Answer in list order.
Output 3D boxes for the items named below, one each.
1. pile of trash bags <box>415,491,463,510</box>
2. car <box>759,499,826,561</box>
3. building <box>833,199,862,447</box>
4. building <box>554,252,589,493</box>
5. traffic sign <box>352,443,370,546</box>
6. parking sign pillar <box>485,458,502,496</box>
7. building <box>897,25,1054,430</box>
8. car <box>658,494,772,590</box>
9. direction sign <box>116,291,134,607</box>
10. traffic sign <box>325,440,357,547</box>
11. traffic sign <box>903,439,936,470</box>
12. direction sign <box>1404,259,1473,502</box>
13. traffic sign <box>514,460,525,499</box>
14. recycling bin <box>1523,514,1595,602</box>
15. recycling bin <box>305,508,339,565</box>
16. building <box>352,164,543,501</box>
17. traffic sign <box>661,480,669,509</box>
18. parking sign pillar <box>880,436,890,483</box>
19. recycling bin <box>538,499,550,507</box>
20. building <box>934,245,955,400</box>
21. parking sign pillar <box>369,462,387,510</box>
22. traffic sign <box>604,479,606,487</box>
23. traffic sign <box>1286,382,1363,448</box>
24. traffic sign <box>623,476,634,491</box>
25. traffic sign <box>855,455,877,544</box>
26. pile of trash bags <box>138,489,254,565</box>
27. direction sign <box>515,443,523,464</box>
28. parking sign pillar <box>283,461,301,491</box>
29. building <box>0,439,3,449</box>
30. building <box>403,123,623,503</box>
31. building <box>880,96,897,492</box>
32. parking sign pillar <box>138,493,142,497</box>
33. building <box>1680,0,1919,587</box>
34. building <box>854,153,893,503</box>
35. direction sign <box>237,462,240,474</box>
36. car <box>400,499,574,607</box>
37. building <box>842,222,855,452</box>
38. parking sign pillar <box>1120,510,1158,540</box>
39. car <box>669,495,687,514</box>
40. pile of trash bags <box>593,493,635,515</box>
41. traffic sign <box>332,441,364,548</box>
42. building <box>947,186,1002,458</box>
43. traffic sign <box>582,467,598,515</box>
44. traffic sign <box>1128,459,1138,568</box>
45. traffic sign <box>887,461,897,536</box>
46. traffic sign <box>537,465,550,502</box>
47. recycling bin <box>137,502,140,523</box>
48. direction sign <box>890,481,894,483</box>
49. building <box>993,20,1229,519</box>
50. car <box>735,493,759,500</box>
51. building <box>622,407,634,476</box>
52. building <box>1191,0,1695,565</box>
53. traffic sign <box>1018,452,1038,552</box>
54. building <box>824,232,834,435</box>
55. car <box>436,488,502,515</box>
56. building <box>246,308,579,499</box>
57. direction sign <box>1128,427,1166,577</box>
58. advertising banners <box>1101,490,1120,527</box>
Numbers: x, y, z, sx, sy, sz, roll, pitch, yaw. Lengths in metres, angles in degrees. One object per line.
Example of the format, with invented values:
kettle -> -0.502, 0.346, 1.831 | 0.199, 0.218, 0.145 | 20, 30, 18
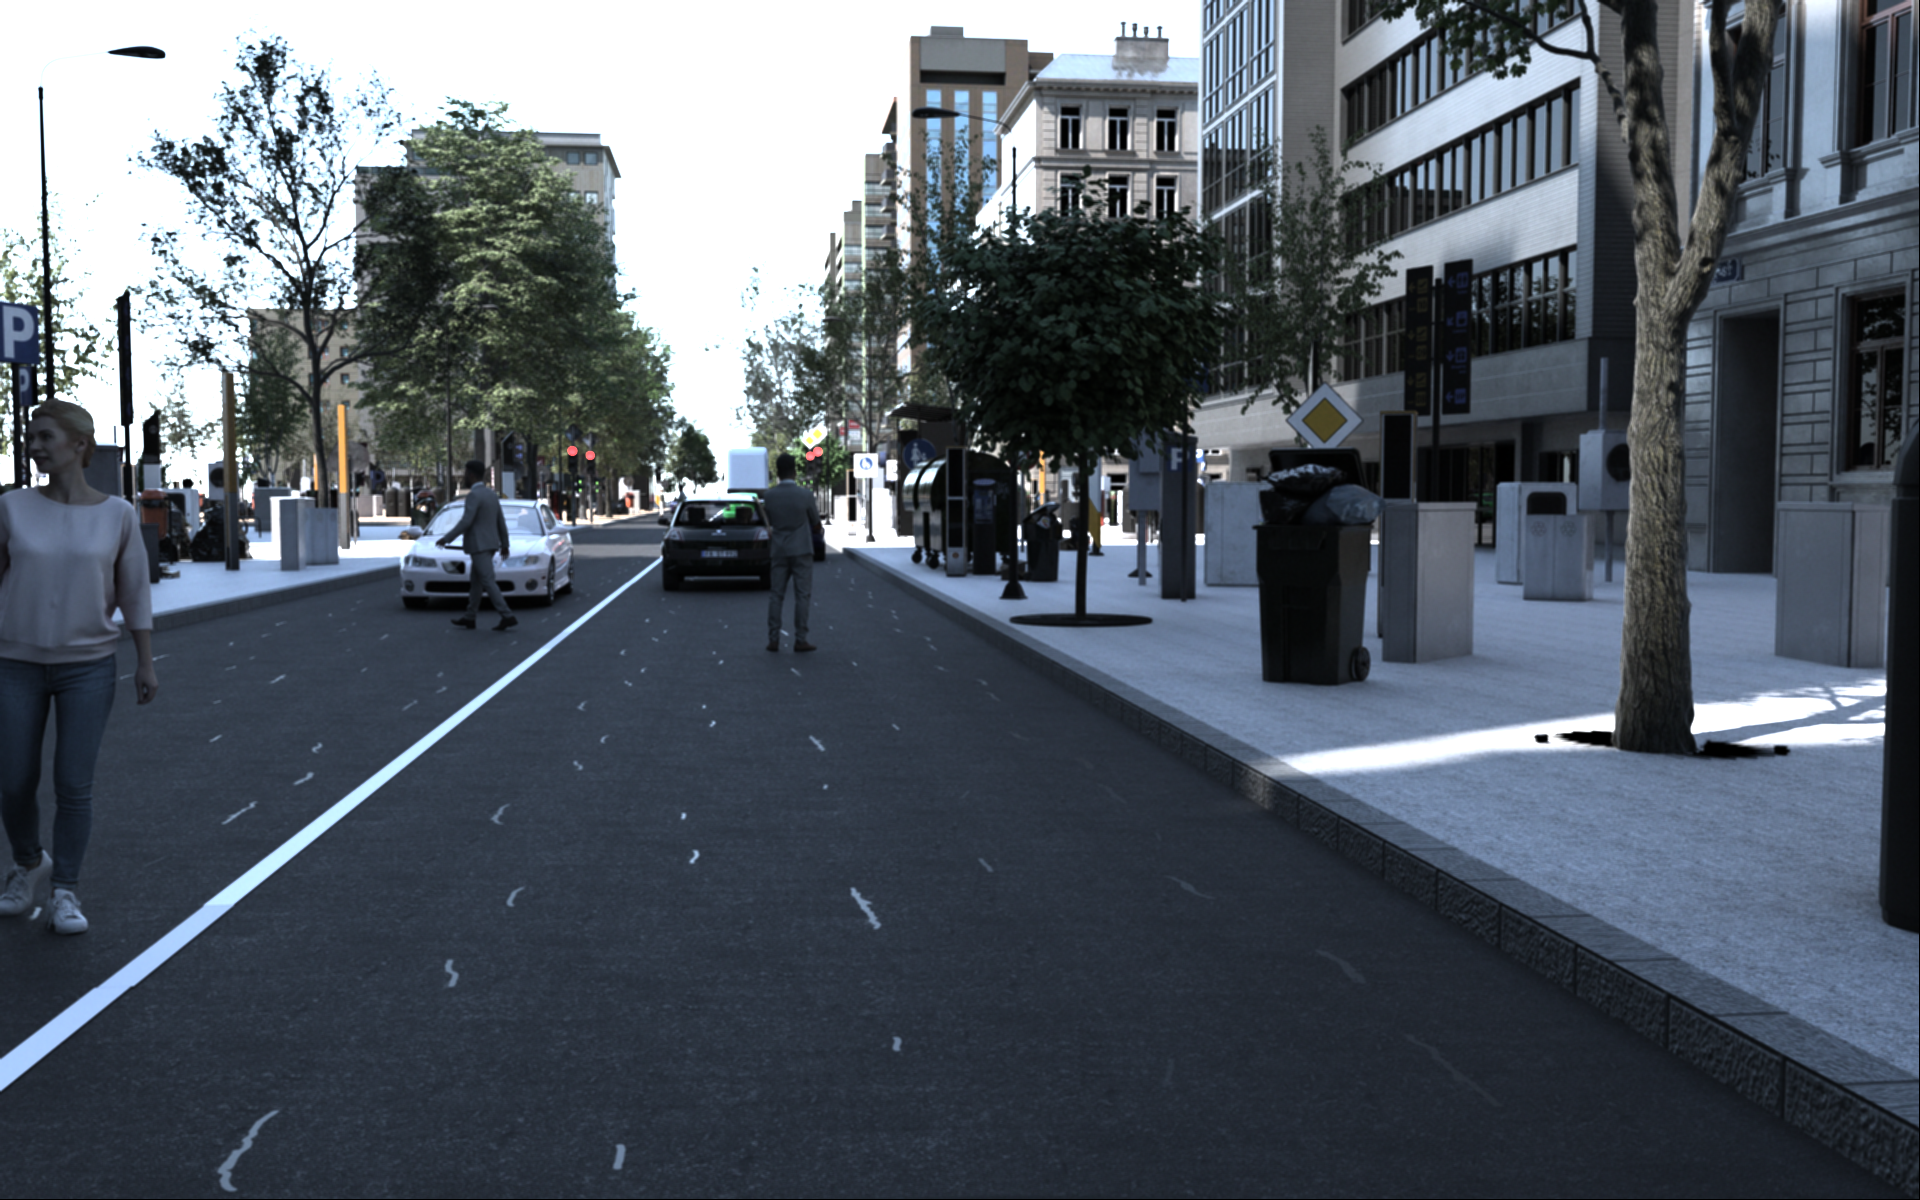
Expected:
pile of trash bags -> -15.409, -2.662, 53.269 | 1.912, 1.369, 3.447 | 2, 4, 25
car -> -3.925, -1.589, 38.565 | 1.945, 1.354, 3.894 | 0, 4, -7
building -> -8.785, -40.177, 280.593 | 21.300, 48.544, 21.600 | 0, 4, -7
building -> -50.217, -26.099, 198.412 | 14.160, 30.474, 14.107 | 0, 4, -7
traffic sign -> -15.021, -2.620, 42.948 | 0.768, 2.556, 0.104 | 0, 4, -5
parking sign pillar -> -35.622, -8.911, 134.161 | 1.447, 3.967, 1.447 | 3, 4, 36
building -> 1.407, -31.670, 167.922 | 14.600, 45.320, 14.200 | 0, 4, -7
car -> -3.771, -1.071, 27.301 | 2.009, 1.686, 4.222 | 0, 4, -7
direction sign -> -9.485, -1.697, 19.738 | 0.379, 3.537, 0.876 | -2, 4, -33
traffic sign -> -15.039, -2.565, 41.935 | 0.884, 2.594, 0.081 | 0, 4, -3
traffic sign -> -0.929, -2.432, 39.869 | 0.768, 2.556, 0.104 | 0, 4, -1
direction sign -> 4.712, -1.538, 17.151 | 0.379, 3.537, 0.876 | -2, 4, -29
traffic sign -> -16.746, -3.981, 65.200 | 0.768, 2.556, 0.104 | 0, 4, 0
recycling bin -> 7.289, -0.521, 21.073 | 0.722, 1.027, 0.722 | 2, 4, 28
recycling bin -> -11.823, -1.159, 31.512 | 0.722, 1.027, 0.722 | 1, 4, 19
building -> -45.607, -23.480, 155.596 | 14.160, 30.474, 14.107 | 0, 4, -7
traffic sign -> -25.770, -9.244, 151.250 | 0.768, 2.556, 0.104 | 0, 4, 1
parking sign pillar -> -3.417, -5.557, 79.332 | 1.447, 3.967, 1.447 | 0, 4, -1
recycling bin -> -21.711, -4.810, 91.204 | 0.722, 1.027, 0.722 | 2, 4, 35
building -> 5.208, -19.460, 137.263 | 14.460, 24.649, 34.723 | 0, 4, -7
parking sign pillar -> -48.084, -9.455, 143.067 | 1.447, 3.967, 1.447 | -3, 5, -43
traffic sign -> -27.693, -8.341, 136.483 | 0.768, 2.556, 0.104 | 0, 4, -6
traffic sign -> 3.749, -1.021, 17.885 | 0.795, 2.450, 0.064 | 0, 4, 1
traffic sign -> -22.825, -7.291, 119.310 | 0.768, 2.556, 0.104 | 0, 4, -2
traffic sign -> -2.406, -2.585, 44.393 | 0.606, 2.300, 0.079 | 0, 4, -6
pile of trash bags -> -14.695, -1.405, 32.728 | 1.912, 1.369, 3.447 | 0, 4, -7
direction sign -> -19.695, -5.164, 76.423 | 0.876, 3.537, 0.379 | 0, 4, 3
parking sign pillar -> -52.704, -9.067, 136.725 | 1.447, 3.967, 1.447 | -1, 4, -14
building -> -42.959, -23.611, 40.657 | 28.867, 44.769, 22.147 | 0, 4, -7
building -> -64.716, -40.690, 254.527 | 28.713, 52.752, 27.495 | 0, 4, -7
building -> 2.760, -32.760, 190.246 | 22.147, 44.769, 28.867 | 0, 4, -7
parking sign pillar -> -62.806, -8.812, 132.540 | 1.447, 3.967, 1.447 | 1, 4, 17
building -> 18.295, -11.199, 19.265 | 11.583, 22.565, 21.152 | 0, 4, -7
building -> -4.985, -32.257, 210.993 | 14.154, 41.232, 14.086 | 0, 4, -7
direction sign -> -50.317, -7.833, 120.073 | 0.876, 3.537, 0.379 | 1, 4, 14
car -> -6.331, -0.683, 23.530 | 2.083, 1.381, 4.827 | 0, 4, -8
building -> -10.847, -35.390, 262.218 | 14.154, 41.232, 14.086 | 0, 4, -7
parking sign pillar -> 5.200, -3.669, 48.458 | 1.447, 3.967, 1.447 | 1, 4, 11
car -> -20.136, -6.921, 125.746 | 1.945, 1.354, 3.894 | -1, 4, -9
pile of trash bags -> -20.999, -5.899, 106.196 | 1.912, 1.369, 3.447 | -3, 5, -44
traffic sign -> -14.646, -2.529, 41.458 | 0.768, 2.556, 0.104 | 0, 4, 1
building -> 5.331, -15.701, 111.469 | 10.420, 20.320, 16.860 | 0, 4, -7
traffic sign -> -17.113, -4.894, 80.125 | 0.768, 2.556, 0.104 | 0, 4, -6
traffic sign -> 2.944, -1.725, 28.305 | 0.768, 2.556, 0.104 | 0, 4, 2
traffic sign -> -1.940, -3.124, 53.205 | 0.606, 2.300, 0.079 | 0, 4, 1
traffic sign -> -18.357, -4.640, 75.977 | 0.768, 2.556, 0.104 | 0, 4, 2
recycling bin -> -26.954, -2.665, 56.134 | 0.722, 1.027, 0.722 | 3, 4, 36
direction sign -> -5.150, -8.037, 123.395 | 0.876, 3.537, 0.379 | 0, 4, 1
building -> 15.146, -18.321, 96.817 | 25.104, 27.353, 12.463 | 0, 4, -7
car -> -9.911, -4.316, 79.365 | 1.959, 1.807, 4.718 | 0, 4, -6
building -> -67.934, -26.837, 283.818 | 27.650, 21.520, 28.899 | 0, 4, -7
building -> 16.672, -13.862, 45.718 | 14.314, 24.678, 30.058 | 0, 4, -7
traffic sign -> 1.379, -2.328, 38.171 | 0.768, 2.556, 0.104 | 0, 4, -4
building -> -12.514, -41.494, 302.132 | 21.300, 48.544, 21.600 | 0, 4, -7
car -> -20.881, -3.856, 72.831 | 4.222, 1.686, 2.009 | 0, 4, -7
building -> -54.046, -20.278, 176.581 | 27.650, 21.520, 28.899 | 0, 4, -7
direction sign -> 2.795, -2.126, 26.759 | 0.876, 3.537, 0.379 | -2, 4, -26
advertising banners -> 5.548, -4.420, 68.452 | 0.090, 3.025, 2.074 | -3, 5, -40
